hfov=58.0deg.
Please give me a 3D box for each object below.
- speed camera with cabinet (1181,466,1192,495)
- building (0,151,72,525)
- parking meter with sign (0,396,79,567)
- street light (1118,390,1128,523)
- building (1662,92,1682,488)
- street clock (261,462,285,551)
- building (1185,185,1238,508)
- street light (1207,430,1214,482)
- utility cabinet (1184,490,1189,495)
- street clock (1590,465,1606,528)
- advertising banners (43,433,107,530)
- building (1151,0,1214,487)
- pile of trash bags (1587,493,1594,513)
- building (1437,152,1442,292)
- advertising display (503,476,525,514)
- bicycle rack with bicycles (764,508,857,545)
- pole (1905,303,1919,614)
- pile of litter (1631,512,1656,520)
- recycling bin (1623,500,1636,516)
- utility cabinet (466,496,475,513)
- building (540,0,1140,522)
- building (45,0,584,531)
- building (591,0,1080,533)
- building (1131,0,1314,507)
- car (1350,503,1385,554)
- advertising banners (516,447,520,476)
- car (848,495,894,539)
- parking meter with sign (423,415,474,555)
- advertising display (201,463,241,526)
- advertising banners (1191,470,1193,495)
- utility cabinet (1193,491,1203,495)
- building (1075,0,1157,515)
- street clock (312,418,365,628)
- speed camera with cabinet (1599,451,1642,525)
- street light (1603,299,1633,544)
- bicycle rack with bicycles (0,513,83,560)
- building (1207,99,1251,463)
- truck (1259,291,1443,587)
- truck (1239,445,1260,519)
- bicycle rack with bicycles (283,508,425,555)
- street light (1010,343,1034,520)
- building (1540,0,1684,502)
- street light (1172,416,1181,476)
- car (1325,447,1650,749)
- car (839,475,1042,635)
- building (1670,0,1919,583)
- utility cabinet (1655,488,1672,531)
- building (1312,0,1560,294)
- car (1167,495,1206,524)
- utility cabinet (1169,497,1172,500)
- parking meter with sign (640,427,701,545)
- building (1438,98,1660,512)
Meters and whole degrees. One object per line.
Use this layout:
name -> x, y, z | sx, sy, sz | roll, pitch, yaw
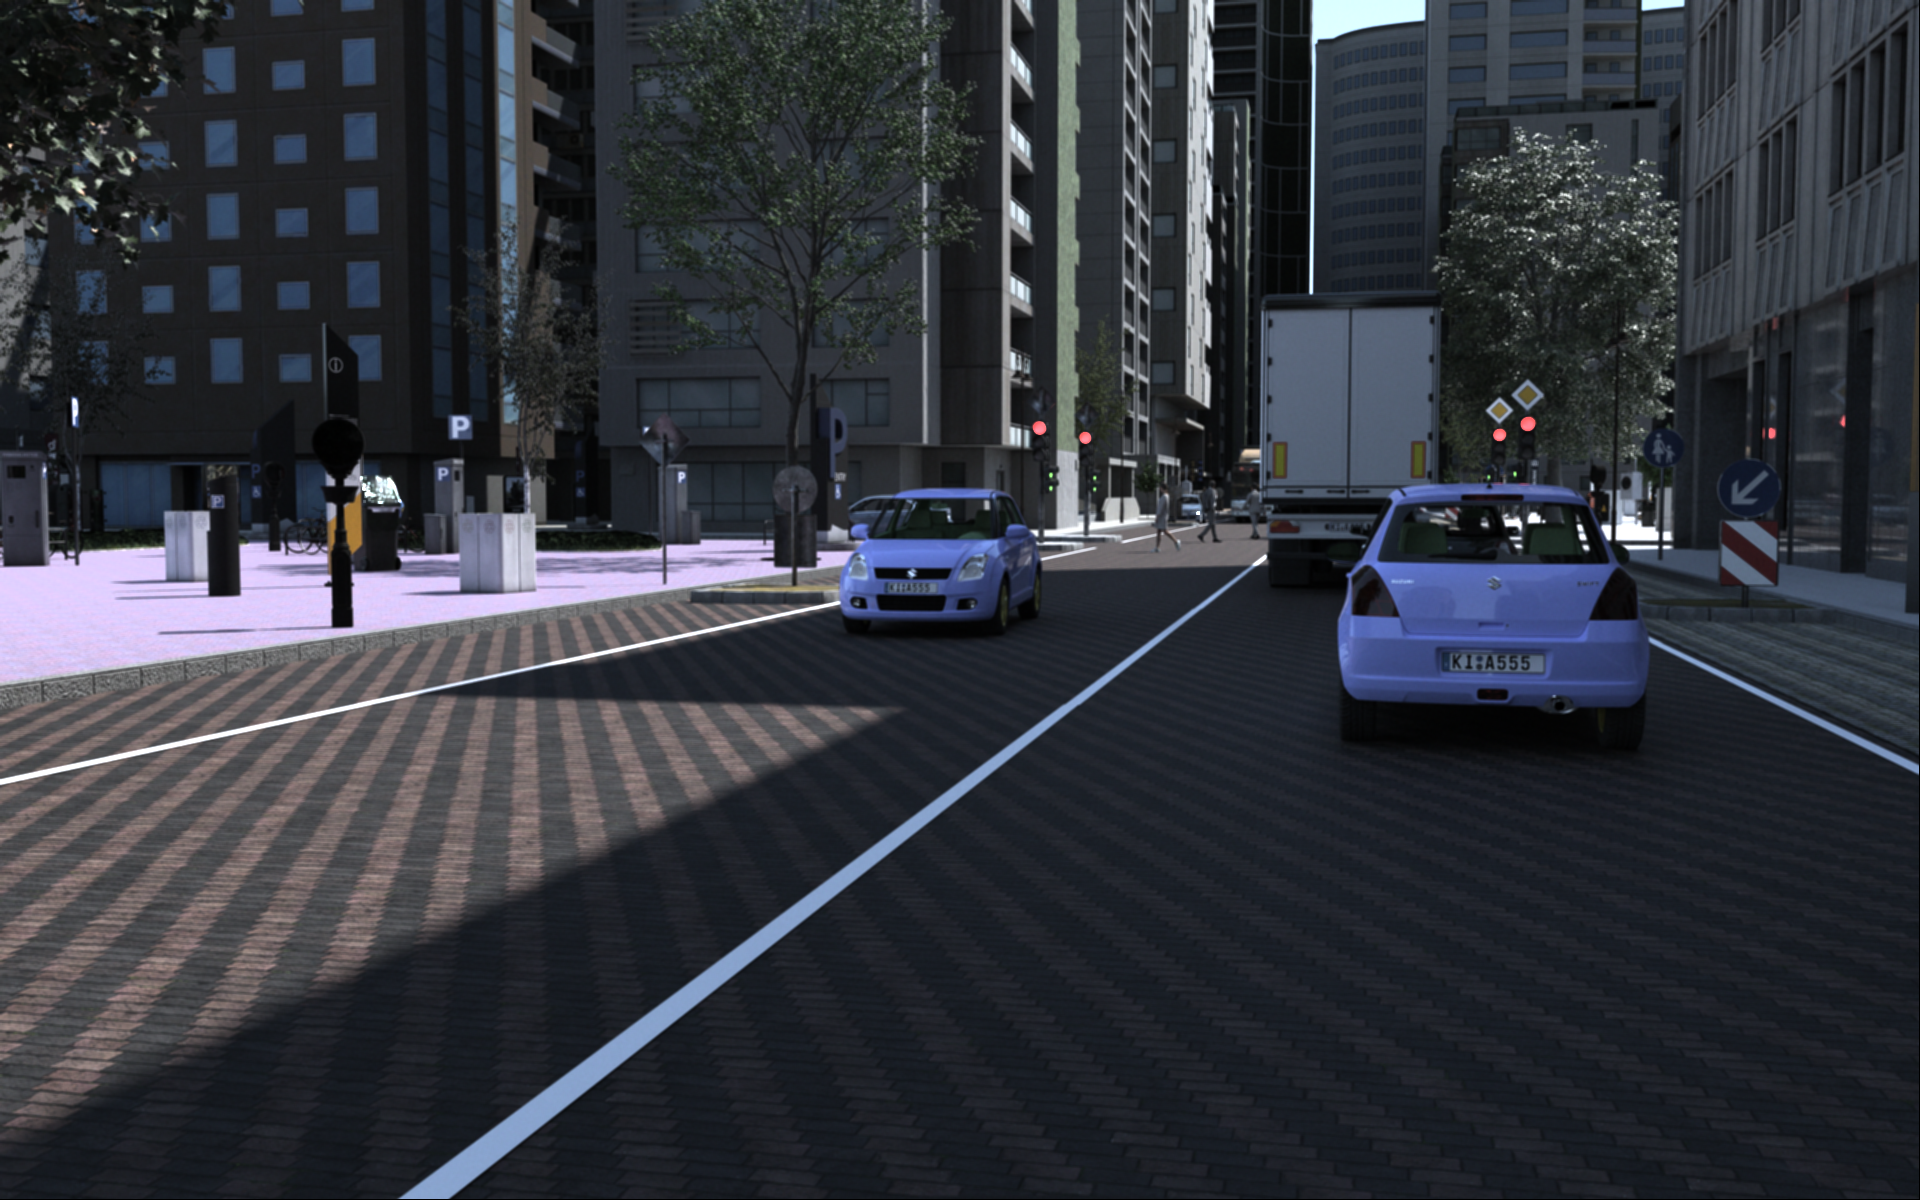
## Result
speed camera with cabinet -> 16.518, -7.752, 121.078 | 2.038, 3.252, 0.660 | 1, 4, 22
building -> -51.753, -32.710, 76.810 | 28.212, 58.520, 21.231 | 1, 4, 13
parking meter with sign -> -16.686, -2.116, 30.864 | 1.738, 3.016, 0.543 | -1, 4, -16
street light -> 7.220, -6.382, 77.133 | 0.468, 5.910, 1.993 | 1, 4, 13
building -> 82.360, -32.449, 180.659 | 14.200, 45.320, 14.600 | 1, 4, 13
street clock -> -15.435, -2.103, 38.960 | 0.358, 2.002, 0.471 | 3, 5, 42
building -> 18.408, -23.882, 162.176 | 14.160, 30.474, 14.107 | 1, 4, 13
street light -> 18.096, -9.335, 125.422 | 0.468, 5.910, 1.993 | 1, 4, 13
utility cabinet -> 13.667, -5.850, 104.330 | 0.318, 1.500, 1.173 | 0, 4, 6
street clock -> 15.775, -2.342, 42.858 | 0.358, 2.002, 0.471 | 0, 4, -1
advertising banners -> -25.822, -3.324, 50.539 | 0.090, 3.025, 2.074 | 1, 4, 23
building -> 6.429, -33.833, 142.405 | 28.713, 52.752, 27.495 | 1, 4, 13
pile of trash bags -> 37.753, -6.017, 108.131 | 3.447, 1.369, 1.912 | 0, 4, -2
building -> 47.042, -22.831, 144.984 | 14.160, 30.474, 14.107 | 1, 4, 13
advertising display -> -15.628, -3.403, 60.856 | 0.123, 1.923, 0.974 | 2, 4, 35
bicycle rack with bicycles -> -3.653, -1.883, 44.172 | 2.852, 0.926, 2.925 | 1, 4, 16
pole -> 10.302, -1.512, 18.560 | 0.158, 3.312, 0.155 | 0, 3, 0
pile of litter -> 33.648, -4.337, 84.870 | 1.719, 0.858, 1.176 | -1, 4, -10
recycling bin -> 39.493, -5.478, 102.116 | 0.722, 1.027, 0.722 | 1, 4, 17
utility cabinet -> -32.034, -6.232, 113.051 | 1.020, 1.237, 0.306 | 3, 4, 36
building -> -7.464, -24.330, 89.670 | 32.217, 40.220, 23.993 | 1, 4, 13
building -> -24.234, -25.464, 66.451 | 14.200, 45.320, 14.600 | 1, 4, 13
building -> -3.731, -23.092, 61.156 | 14.154, 41.232, 14.086 | 1, 4, 13
building -> 33.663, -47.739, 218.788 | 20.611, 71.187, 20.563 | 1, 4, 13
car -> 5.694, -0.671, 20.755 | 2.009, 1.686, 4.222 | 1, 4, 13
advertising banners -> -16.634, -4.184, 64.602 | 0.090, 3.025, 2.074 | -2, 4, -25
car -> -2.435, -2.335, 50.174 | 4.499, 1.417, 2.014 | 1, 4, 11
parking meter with sign -> -11.050, -2.514, 37.369 | 0.543, 3.016, 1.738 | 0, 4, 5
advertising display -> -15.496, -1.905, 36.364 | 0.123, 1.923, 0.974 | 1, 4, 19
advertising banners -> 14.601, -6.905, 109.091 | 0.090, 3.025, 2.074 | 0, 4, 8
utility cabinet -> 16.780, -6.813, 120.070 | 1.173, 1.500, 0.318 | 1, 4, 23
building -> 4.463, -41.517, 117.058 | 20.563, 71.187, 20.611 | 1, 4, 13
street clock -> -5.959, -0.739, 16.657 | 0.471, 2.002, 0.358 | -1, 4, -16
speed camera with cabinet -> 27.554, -4.775, 72.400 | 0.660, 3.252, 2.038 | -1, 4, -22
street light -> 15.587, -4.181, 41.147 | 0.468, 5.910, 1.993 | 1, 4, 13
bicycle rack with bicycles -> -18.460, -1.235, 33.574 | 2.852, 0.926, 2.925 | 2, 4, 34
building -> 21.692, -30.088, 175.533 | 14.154, 41.232, 14.086 | 1, 4, 13
truck -> 6.611, -2.491, 29.641 | 2.839, 4.237, 11.283 | 1, 4, 12
truck -> 17.859, -6.915, 101.970 | 2.839, 4.237, 11.283 | 1, 4, 13
bicycle rack with bicycles -> -13.265, -1.460, 37.255 | 2.925, 0.926, 2.852 | 1, 4, 11
street light -> 1.921, -4.928, 53.361 | 0.468, 5.910, 1.993 | 1, 4, 13
building -> 85.707, -40.758, 208.390 | 28.212, 58.520, 21.231 | 1, 4, 13
street light -> 12.602, -7.850, 101.135 | 0.468, 5.910, 1.993 | 1, 4, 13
car -> 3.330, -0.096, 11.160 | 1.945, 1.707, 3.694 | 1, 4, 13
car -> -0.148, -0.568, 18.872 | 1.945, 1.707, 3.694 | 1, 4, 11
building -> 20.432, -12.907, 29.059 | 12.078, 24.808, 19.932 | 1, 4, 13
utility cabinet -> 24.190, -3.065, 58.786 | 1.173, 1.500, 0.318 | -1, 4, -19
building -> 57.978, -41.111, 214.157 | 28.212, 58.520, 21.231 | 1, 4, 13
car -> 11.065, -4.448, 84.725 | 2.014, 1.417, 4.499 | 1, 4, 13
utility cabinet -> 13.286, -6.013, 109.481 | 0.306, 1.237, 1.020 | -1, 4, -15
parking meter with sign -> -7.379, -2.945, 44.409 | 1.738, 3.016, 0.543 | 3, 4, 36
building -> 44.232, -21.987, 131.182 | 14.160, 30.474, 14.107 | 1, 4, 13
